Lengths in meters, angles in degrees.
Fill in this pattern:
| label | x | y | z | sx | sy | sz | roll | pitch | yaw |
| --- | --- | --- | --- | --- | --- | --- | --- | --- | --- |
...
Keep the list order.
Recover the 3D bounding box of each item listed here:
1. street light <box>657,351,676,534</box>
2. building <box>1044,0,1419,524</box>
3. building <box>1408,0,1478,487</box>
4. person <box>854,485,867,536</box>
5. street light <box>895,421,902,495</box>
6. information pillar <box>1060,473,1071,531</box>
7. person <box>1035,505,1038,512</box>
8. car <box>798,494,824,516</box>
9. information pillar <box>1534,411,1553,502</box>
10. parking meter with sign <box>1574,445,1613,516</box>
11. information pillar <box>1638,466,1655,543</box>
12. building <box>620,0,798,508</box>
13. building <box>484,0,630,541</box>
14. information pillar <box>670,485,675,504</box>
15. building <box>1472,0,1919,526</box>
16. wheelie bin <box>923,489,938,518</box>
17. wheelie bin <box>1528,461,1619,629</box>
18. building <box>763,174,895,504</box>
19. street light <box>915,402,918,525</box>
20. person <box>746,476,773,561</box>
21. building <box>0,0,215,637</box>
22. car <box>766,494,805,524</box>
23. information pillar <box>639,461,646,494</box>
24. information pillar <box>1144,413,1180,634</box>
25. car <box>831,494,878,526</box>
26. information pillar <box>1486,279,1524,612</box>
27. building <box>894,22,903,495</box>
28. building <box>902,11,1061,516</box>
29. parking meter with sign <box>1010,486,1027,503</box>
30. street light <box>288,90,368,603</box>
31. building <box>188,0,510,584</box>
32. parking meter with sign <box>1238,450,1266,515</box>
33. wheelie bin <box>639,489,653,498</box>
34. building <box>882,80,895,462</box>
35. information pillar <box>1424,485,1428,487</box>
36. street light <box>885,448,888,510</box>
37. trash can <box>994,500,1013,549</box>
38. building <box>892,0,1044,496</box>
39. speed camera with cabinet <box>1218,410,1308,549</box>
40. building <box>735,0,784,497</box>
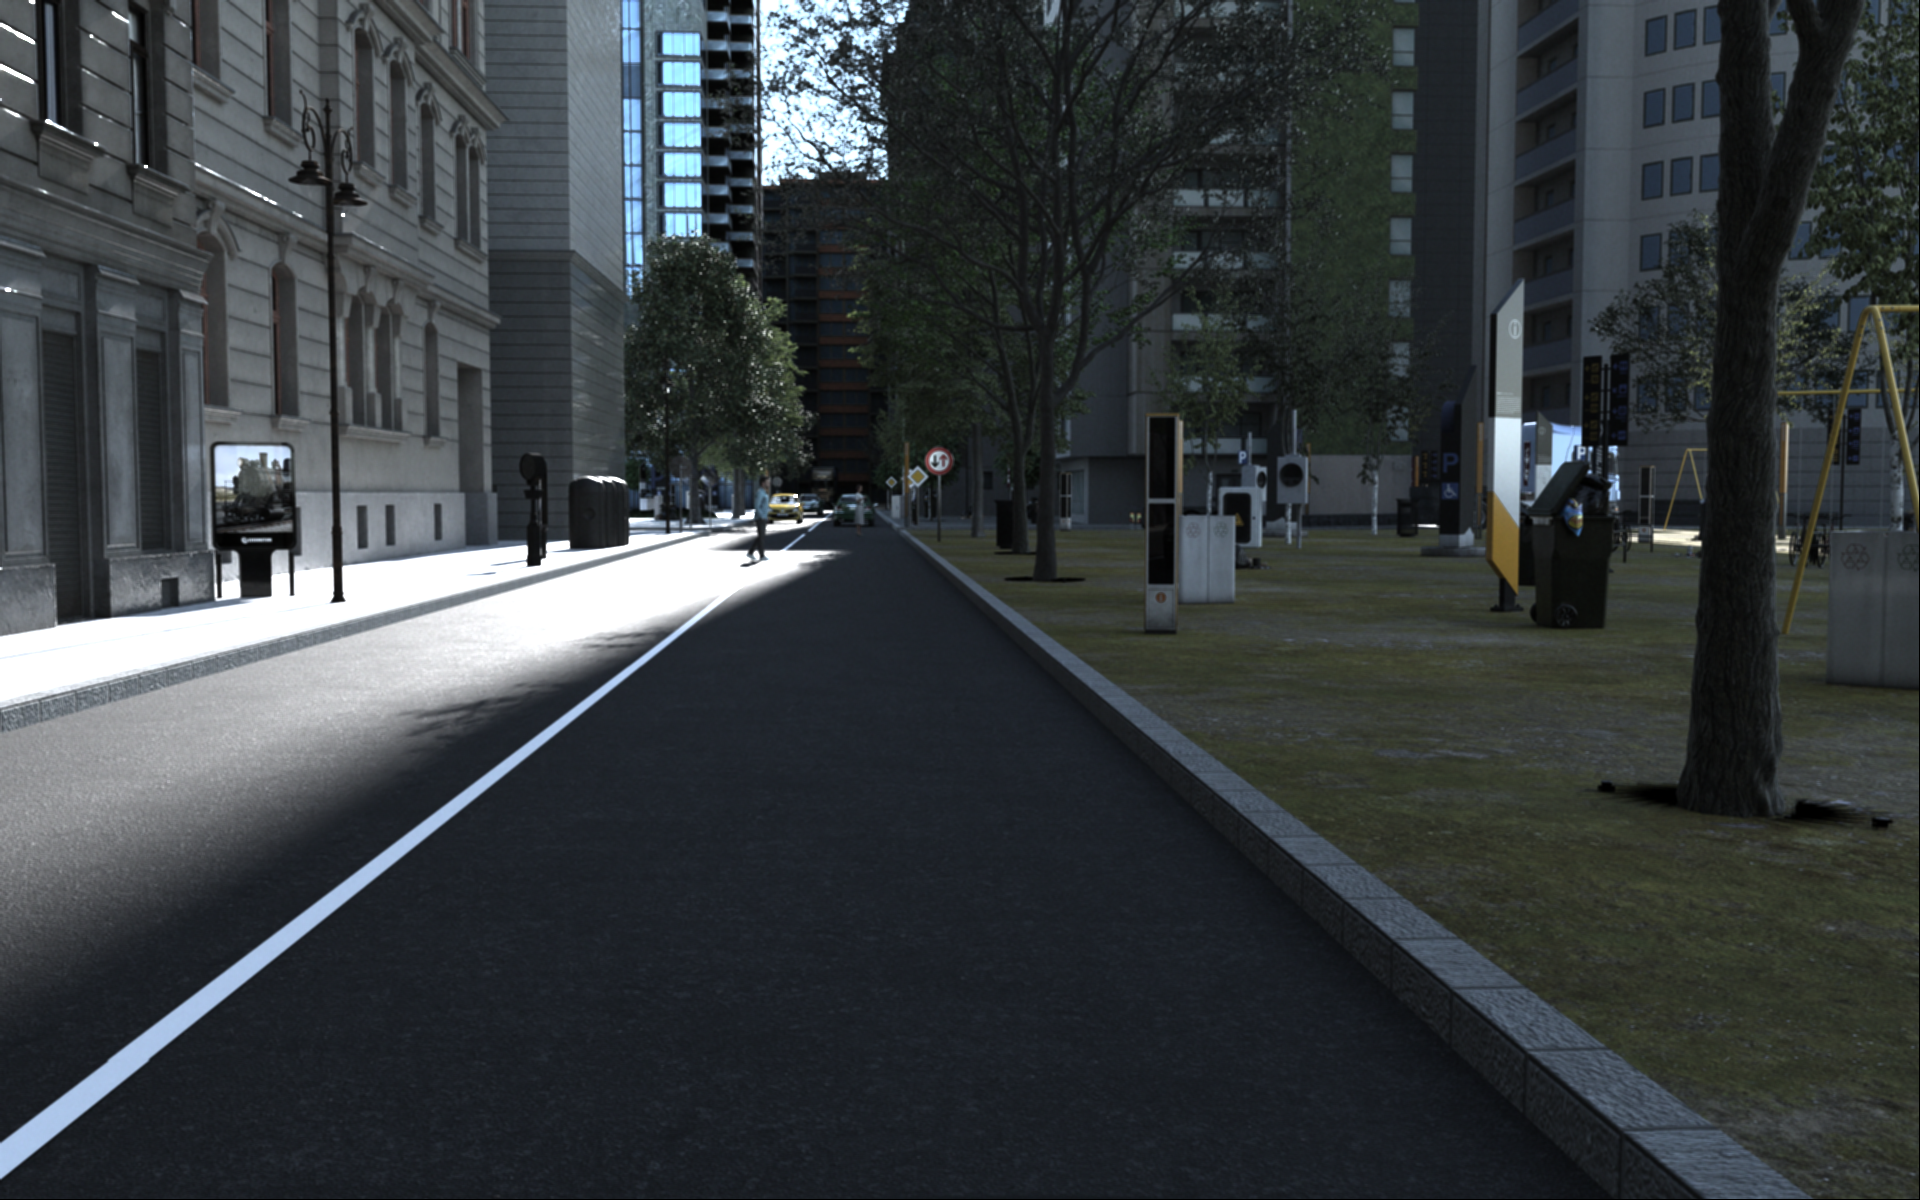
| label | x | y | z | sx | sy | sz | roll | pitch | yaw |
| --- | --- | --- | --- | --- | --- | --- | --- | --- | --- |
| street light | -9.468 | -5.088 | 55.973 | 0.468 | 5.910 | 1.993 | 0 | 4 | -3 |
| building | 11.278 | -24.031 | 76.509 | 14.086 | 41.232 | 14.154 | 0 | 4 | -3 |
| building | 55.256 | -47.232 | 210.491 | 20.611 | 71.187 | 20.563 | 0 | 4 | -3 |
| person | -3.403 | -3.108 | 59.892 | 0.524 | 1.755 | 0.480 | 1 | 4 | 18 |
| street light | -3.827 | -8.229 | 107.333 | 0.468 | 5.910 | 1.993 | 0 | 4 | -3 |
| information pillar | 3.673 | -3.412 | 60.277 | 0.304 | 2.012 | 0.304 | 2 | 4 | 30 |
| person | 3.225 | -3.495 | 66.226 | 0.593 | 1.750 | 0.643 | 2 | 4 | 35 |
| car | -10.082 | -6.332 | 115.326 | 2.131 | 1.459 | 4.920 | 0 | 4 | -2 |
| information pillar | 16.425 | -3.514 | 48.806 | 0.504 | 3.616 | 0.183 | -1 | 4 | -12 |
| parking meter with sign | 22.263 | -3.947 | 60.786 | 0.543 | 3.016 | 1.738 | -1 | 4 | -14 |
| information pillar | 18.041 | -2.510 | 45.523 | 0.304 | 2.012 | 0.304 | 3 | 4 | 38 |
| building | -35.214 | -54.517 | 204.031 | 31.000 | 86.520 | 22.319 | 0 | 4 | -3 |
| building | -25.700 | -16.766 | 51.624 | 29.804 | 29.767 | 11.434 | 0 | 4 | -3 |
| information pillar | -22.519 | -8.033 | 135.830 | 0.304 | 2.012 | 0.304 | -1 | 4 | -21 |
| building | 40.343 | -32.799 | 78.259 | 28.212 | 58.520 | 21.231 | 0 | 4 | -3 |
| wheelie bin | -1.587 | -5.268 | 94.040 | 0.693 | 1.594 | 0.980 | 1 | 4 | 16 |
| wheelie bin | 5.926 | -0.541 | 16.760 | 0.693 | 1.594 | 0.980 | 0 | 4 | -2 |
| building | -16.731 | -35.677 | 237.947 | 28.867 | 44.769 | 22.147 | 0 | 4 | -3 |
| street light | -1.797 | -6.025 | 71.302 | 0.468 | 5.910 | 1.993 | 0 | 4 | -3 |
| person | -4.334 | -1.764 | 37.360 | 0.620 | 1.820 | 0.660 | 0 | 4 | -2 |
| building | -13.075 | -9.897 | 10.967 | 9.793 | 20.994 | 18.267 | 0 | 4 | -3 |
| car | -8.538 | -4.532 | 84.325 | 2.015 | 1.641 | 3.980 | 0 | 4 | -3 |
| information pillar | -22.356 | -7.993 | 122.035 | 0.183 | 3.616 | 0.504 | 3 | 5 | 44 |
| information pillar | 1.857 | -0.699 | 15.926 | 0.304 | 2.012 | 0.304 | 1 | 4 | 8 |
| car | -4.764 | -4.059 | 78.160 | 2.131 | 1.459 | 4.920 | 0 | 4 | -2 |
| information pillar | 5.925 | -1.679 | 18.813 | 0.504 | 3.616 | 0.183 | -3 | 4 | -36 |
| building | 0.890 | -31.378 | 163.145 | 14.600 | 45.320 | 14.200 | 0 | 4 | -3 |
| building | 3.368 | -20.570 | 108.014 | 14.160 | 30.474 | 14.107 | 0 | 4 | -3 |
| parking meter with sign | 3.040 | -5.939 | 93.355 | 0.543 | 3.016 | 1.738 | 3 | 5 | 42 |
| street light | -7.382 | -2.912 | 20.392 | 0.468 | 5.910 | 1.993 | 0 | 4 | -3 |
| building | -17.322 | -14.950 | 31.826 | 14.401 | 28.519 | 23.554 | 0 | 4 | -3 |
| parking meter with sign | 12.018 | -4.496 | 69.767 | 1.738 | 3.016 | 0.543 | -2 | 4 | -34 |
| wheelie bin | -21.038 | -6.604 | 115.887 | 0.980 | 1.594 | 0.693 | 1 | 4 | 9 |
| building | 5.094 | -37.640 | 204.645 | 28.713 | 52.752 | 27.495 | 0 | 4 | -3 |
| information pillar | 36.536 | -8.027 | 135.736 | 0.304 | 2.012 | 0.304 | -2 | 4 | -27 |
| street light | -6.074 | -10.402 | 142.865 | 0.468 | 5.910 | 1.993 | 0 | 4 | -3 |
| trash can | 1.158 | -1.768 | 40.561 | 0.748 | 1.137 | 0.748 | 0 | 3 | 0 |
| building | 3.228 | -45.362 | 179.921 | 20.563 | 71.187 | 20.611 | 0 | 4 | -3 |
| speed camera with cabinet | 7.127 | -2.838 | 40.744 | 2.038 | 3.252 | 0.660 | 1 | 4 | 16 |
| building | -29.241 | -45.514 | 182.410 | 20.563 | 71.187 | 20.611 | 0 | 4 | -3 |
